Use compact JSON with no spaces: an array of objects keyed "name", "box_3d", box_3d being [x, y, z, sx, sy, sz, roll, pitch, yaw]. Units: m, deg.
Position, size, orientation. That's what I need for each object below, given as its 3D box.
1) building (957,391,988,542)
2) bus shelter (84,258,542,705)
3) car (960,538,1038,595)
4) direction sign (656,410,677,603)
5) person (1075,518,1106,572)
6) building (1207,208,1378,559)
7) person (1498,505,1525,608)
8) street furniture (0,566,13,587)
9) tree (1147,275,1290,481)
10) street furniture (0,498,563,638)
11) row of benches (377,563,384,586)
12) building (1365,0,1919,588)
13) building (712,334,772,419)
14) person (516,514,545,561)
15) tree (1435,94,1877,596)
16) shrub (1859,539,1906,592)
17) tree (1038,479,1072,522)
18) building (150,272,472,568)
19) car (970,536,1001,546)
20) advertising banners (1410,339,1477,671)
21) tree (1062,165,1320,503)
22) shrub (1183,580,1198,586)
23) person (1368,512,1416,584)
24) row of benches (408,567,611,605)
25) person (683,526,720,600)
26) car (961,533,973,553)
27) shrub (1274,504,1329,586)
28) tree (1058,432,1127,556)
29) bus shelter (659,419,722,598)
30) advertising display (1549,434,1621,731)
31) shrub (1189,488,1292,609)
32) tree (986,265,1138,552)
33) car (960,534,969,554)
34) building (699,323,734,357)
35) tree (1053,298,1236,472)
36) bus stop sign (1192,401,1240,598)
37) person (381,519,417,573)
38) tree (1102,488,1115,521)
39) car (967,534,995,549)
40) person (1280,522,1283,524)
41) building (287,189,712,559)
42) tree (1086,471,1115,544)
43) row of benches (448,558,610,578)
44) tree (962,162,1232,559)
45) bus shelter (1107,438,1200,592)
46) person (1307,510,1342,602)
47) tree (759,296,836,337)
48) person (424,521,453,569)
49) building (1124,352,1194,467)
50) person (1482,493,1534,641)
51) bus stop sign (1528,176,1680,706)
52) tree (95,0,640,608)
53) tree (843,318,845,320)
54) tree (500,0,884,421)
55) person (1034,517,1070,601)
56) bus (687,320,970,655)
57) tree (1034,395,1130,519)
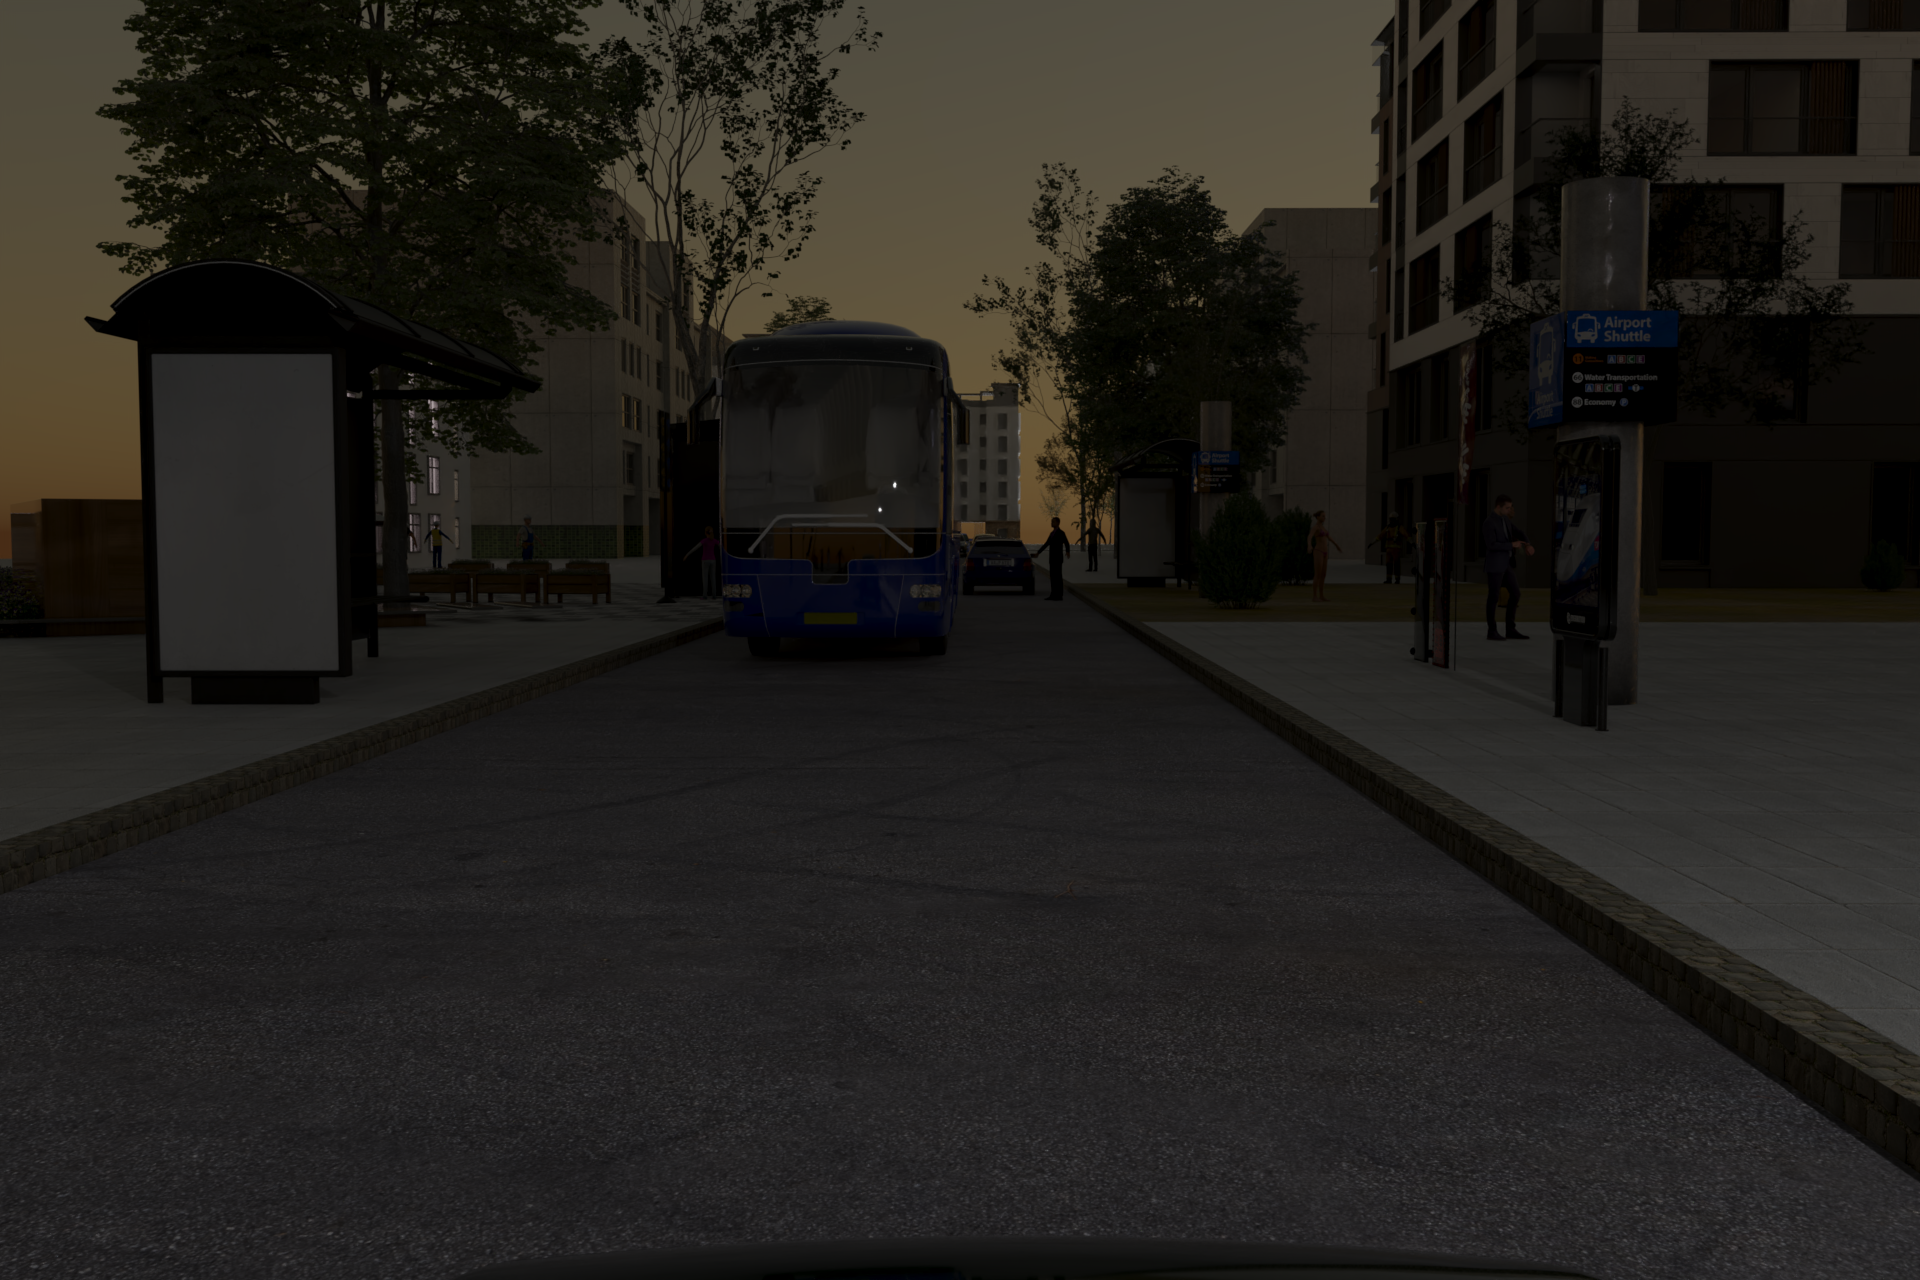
[{"name":"building","box_3d":[-3.429,-22.105,220.292,11.380,20.090,16.016,0,4,-6]},{"name":"bus shelter","box_3d":[-5.394,-1.319,15.491,2.014,3.302,5.546,0,3,0]},{"name":"car","box_3d":[0.933,-1.799,41.999,1.945,1.354,3.894,0,4,1]},{"name":"direction sign","box_3d":[-5.459,-2.453,32.097,0.379,3.537,0.876,0,4,1]},{"name":"person","box_3d":[4.518,-3.245,59.189,1.348,1.813,0.705,-2,4,-34]},{"name":"building","box_3d":[24.949,-14.441,102.561,16.747,18.905,31.486,0,4,1]},{"name":"person","box_3d":[9.575,-1.475,30.254,0.704,1.812,1.346,0,4,3]},{"name":"street furniture","box_3d":[-21.054,-1.575,32.599,11.010,1.723,9.812,-1,4,-19]},{"name":"tree","box_3d":[6.844,-6.100,50.095,4.360,8.622,3.978,0,3,0]},{"name":"street furniture","box_3d":[-12.489,-1.152,25.685,11.010,1.723,9.812,-2,4,-32]},{"name":"row of benches","box_3d":[-14.042,-1.379,38.003,4.104,0.672,1.422,1,4,20]},{"name":"building","box_3d":[27.461,-12.988,56.332,27.936,21.610,32.646,0,4,1]},{"name":"building","box_3d":[-21.937,-18.858,164.754,16.016,20.090,11.380,0,4,1]},{"name":"person","box_3d":[-12.464,-2.701,50.025,0.705,1.847,1.347,1,4,19]},{"name":"tree","box_3d":[14.480,-6.224,36.177,8.767,10.594,7.601,0,4,7]},{"name":"shrub","box_3d":[20.464,-1.669,38.400,1.383,1.207,1.383,0,3,0]},{"name":"tree","box_3d":[12.352,-16.264,216.277,4.360,8.622,3.978,0,3,0]},{"name":"building","box_3d":[-24.752,-7.809,69.833,9.099,9.664,28.070,0,4,2]},{"name":"car","box_3d":[1.446,-4.496,86.094,1.945,1.354,3.894,0,4,1]},{"name":"advertising banners","box_3d":[4.645,-1.253,16.672,0.090,3.025,2.074,0,4,1]},{"name":"tree","box_3d":[7.986,-9.398,60.314,9.857,13.997,8.962,0,3,0]},{"name":"shrub","box_3d":[6.074,-2.391,43.139,1.661,2.075,1.752,0,3,0]},{"name":"person","box_3d":[11.197,-2.386,44.778,1.354,1.858,0.705,3,5,42]},{"name":"row of benches","box_3d":[-8.370,-1.028,32.265,4.104,0.672,1.422,1,4,14]},{"name":"person","box_3d":[-4.922,-1.500,33.785,0.991,1.433,0.599,-2,4,-32]},{"name":"car","box_3d":[-0.064,-7.030,124.533,1.945,1.707,3.694,0,4,0]},{"name":"shrub","box_3d":[8.367,-2.377,43.284,1.690,2.028,1.600,0,3,0]},{"name":"tree","box_3d":[7.979,-9.148,99.937,4.737,8.622,4.395,0,3,0]},{"name":"bus shelter","box_3d":[-5.100,-2.830,37.554,1.731,3.624,6.357,0,4,1]},{"name":"advertising display","box_3d":[4.192,-0.394,11.655,0.123,1.923,0.974,0,4,1]},{"name":"shrub","box_3d":[4.811,-1.571,29.733,1.661,2.075,1.752,0,3,0]},{"name":"tree","box_3d":[8.198,-16.379,123.689,12.611,20.169,13.585,0,3,0]},{"name":"car","box_3d":[-0.380,-6.759,120.301,2.009,1.686,4.222,0,4,1]},{"name":"building","box_3d":[-26.263,-21.850,188.171,19.493,23.208,18.063,0,4,1]},{"name":"tree","box_3d":[7.905,-9.025,73.313,9.928,11.665,9.643,0,3,0]},{"name":"bus stop sign","box_3d":[5.097,-2.788,34.598,0.837,3.901,0.837,0,3,0]},{"name":"person","box_3d":[-15.368,-2.536,47.608,1.345,1.843,0.704,2,4,29]},{"name":"tree","box_3d":[19.794,-16.226,215.654,4.737,8.622,4.395,0,3,0]},{"name":"car","box_3d":[1.439,-5.567,101.246,2.015,1.641,3.980,0,4,0]},{"name":"person","box_3d":[11.614,-3.397,62.269,0.721,1.740,1.216,0,4,-5]},{"name":"building","box_3d":[-25.861,-14.586,104.941,16.747,18.905,31.486,0,4,1]},{"name":"tree","box_3d":[19.650,-17.625,222.579,7.601,10.594,8.767,0,3,0]},{"name":"row of benches","box_3d":[-10.958,-1.730,43.755,4.104,0.672,1.422,0,4,-7]},{"name":"tree","box_3d":[6.937,-14.284,89.431,12.611,20.169,13.585,0,3,0]},{"name":"bus shelter","box_3d":[4.581,-2.765,39.125,2.014,3.302,5.546,0,4,0]},{"name":"person","box_3d":[6.915,-1.596,32.903,0.721,1.733,1.217,3,5,41]},{"name":"tree","box_3d":[-7.571,-10.100,83.261,7.486,12.596,7.792,0,3,0]},{"name":"person","box_3d":[-19.338,-3.530,64.187,1.216,1.772,0.721,1,4,15]},{"name":"building","box_3d":[26.155,-20.922,173.009,19.493,23.208,18.063,0,4,1]},{"name":"person","box_3d":[6.634,-0.879,20.864,0.683,1.767,0.568,-3,5,-45]},{"name":"bus stop sign","box_3d":[4.856,-1.476,13.144,0.837,3.901,0.837,0,4,1]},{"name":"tree","box_3d":[-8.183,-6.482,24.103,7.486,12.596,7.792,0,3,0]},{"name":"tree","box_3d":[-7.505,-11.510,98.553,12.009,13.543,11.850,0,3,0]},{"name":"tree","box_3d":[-9.083,-11.972,51.629,12.611,20.169,13.585,0,3,0]},{"name":"person","box_3d":[2.046,-1.755,37.375,0.704,1.802,1.346,-2,4,-29]},{"name":"bus","box_3d":[-1.298,-1.970,23.752,2.896,3.916,12.251,0,4,0]},{"name":"tree","box_3d":[8.414,-10.843,111.688,8.767,10.594,7.601,2,4,27]}]
